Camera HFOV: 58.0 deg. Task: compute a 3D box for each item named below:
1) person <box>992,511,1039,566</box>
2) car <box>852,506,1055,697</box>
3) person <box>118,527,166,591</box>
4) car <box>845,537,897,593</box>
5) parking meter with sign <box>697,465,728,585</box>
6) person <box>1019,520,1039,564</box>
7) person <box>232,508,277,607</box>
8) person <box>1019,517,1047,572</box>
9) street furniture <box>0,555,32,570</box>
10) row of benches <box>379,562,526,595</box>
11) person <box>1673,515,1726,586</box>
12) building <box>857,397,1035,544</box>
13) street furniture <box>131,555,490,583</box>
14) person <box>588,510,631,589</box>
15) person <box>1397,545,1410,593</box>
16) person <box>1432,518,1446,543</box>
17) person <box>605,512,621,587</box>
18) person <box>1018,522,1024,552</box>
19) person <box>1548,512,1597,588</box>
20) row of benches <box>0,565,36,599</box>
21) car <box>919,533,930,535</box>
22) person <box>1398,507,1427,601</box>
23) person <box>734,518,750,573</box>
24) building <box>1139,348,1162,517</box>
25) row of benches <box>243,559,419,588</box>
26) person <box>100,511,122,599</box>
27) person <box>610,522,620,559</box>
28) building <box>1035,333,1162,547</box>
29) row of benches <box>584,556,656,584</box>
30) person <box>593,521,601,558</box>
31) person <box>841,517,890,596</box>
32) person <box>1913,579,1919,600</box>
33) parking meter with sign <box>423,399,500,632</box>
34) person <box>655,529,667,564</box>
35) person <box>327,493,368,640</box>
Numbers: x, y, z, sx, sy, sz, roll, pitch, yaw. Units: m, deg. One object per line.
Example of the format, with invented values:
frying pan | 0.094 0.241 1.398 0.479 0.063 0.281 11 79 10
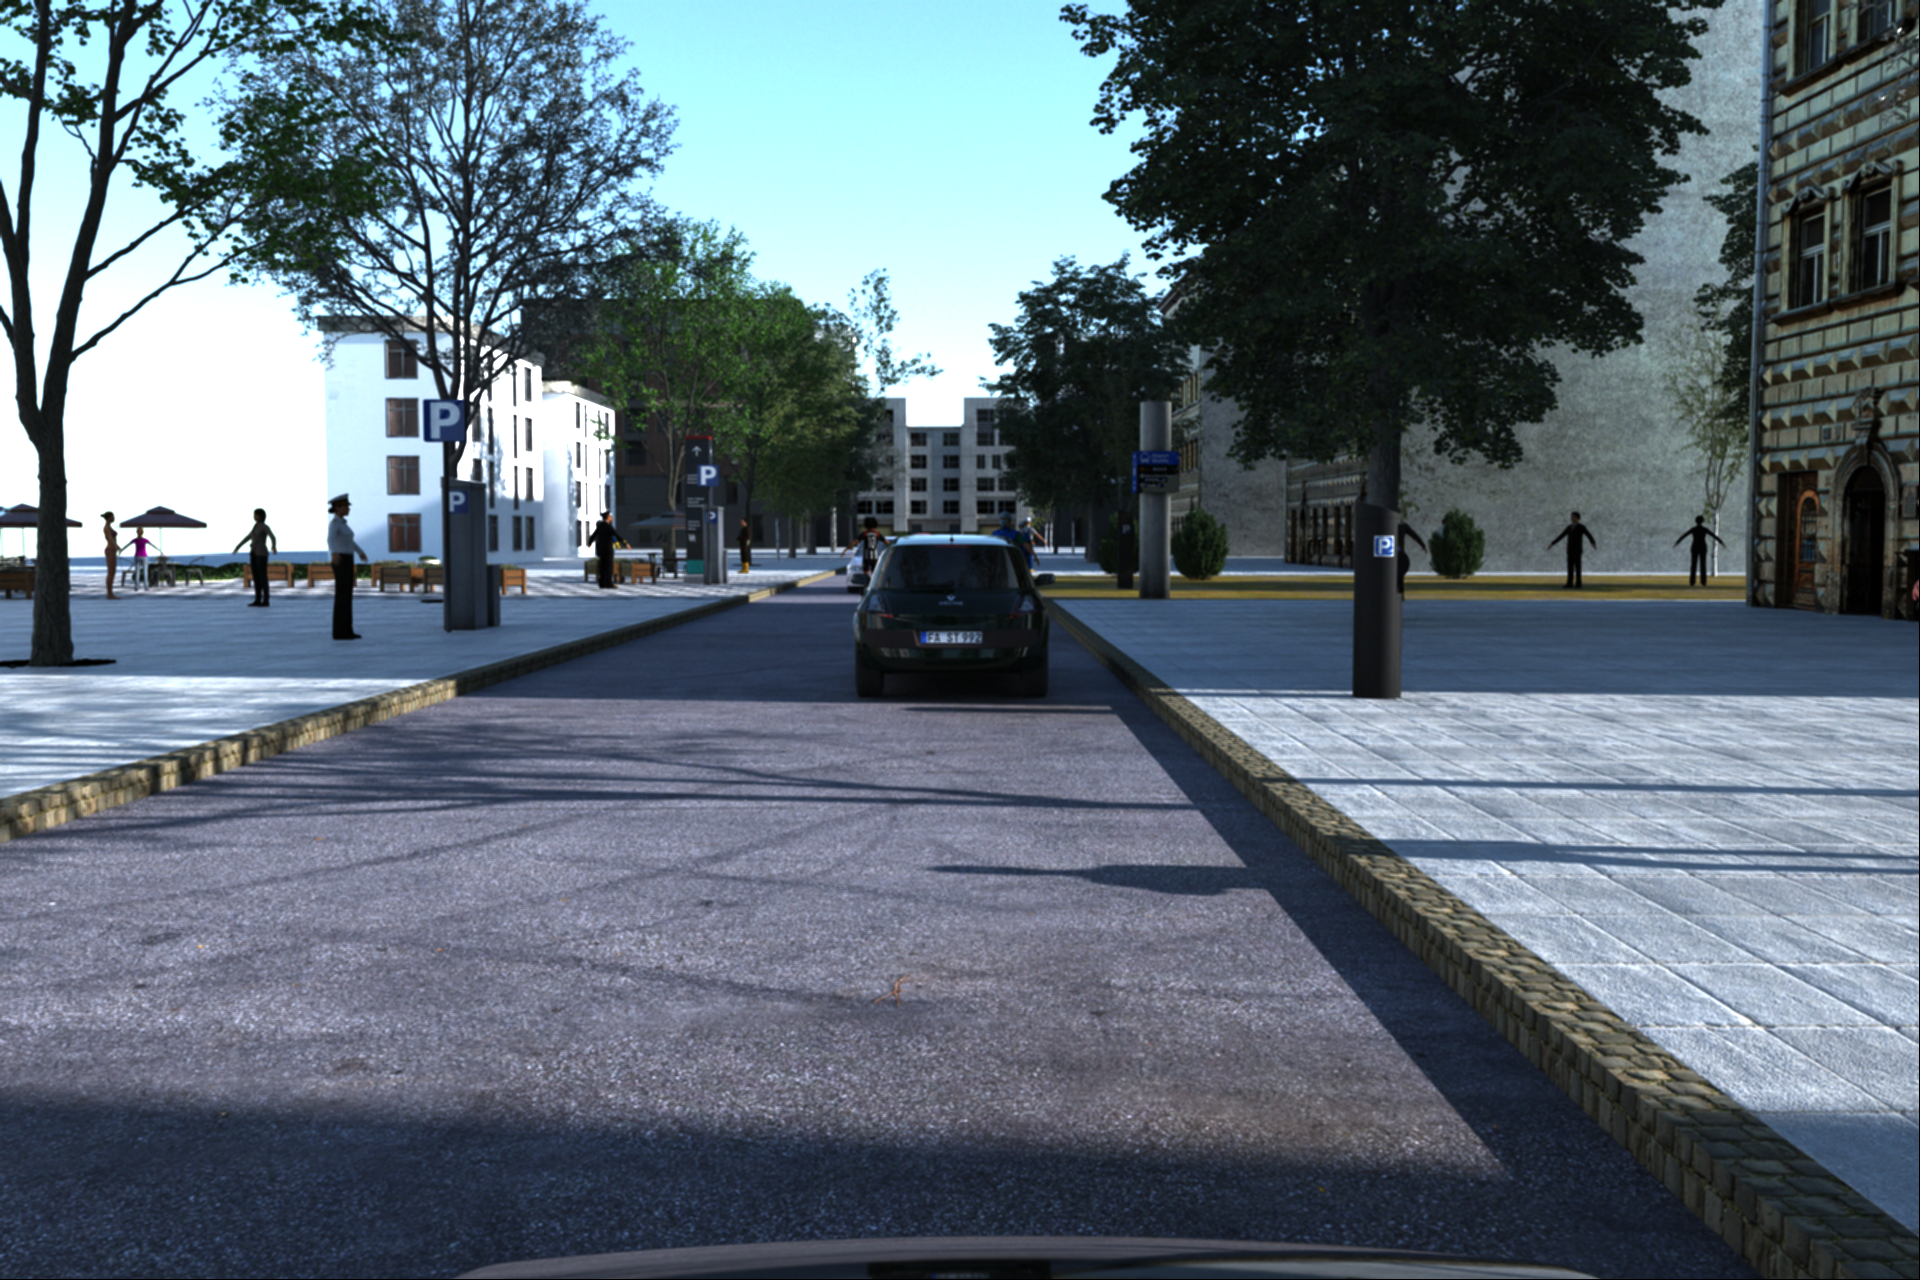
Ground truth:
person | 0.751 -1.267 29.302 1.347 1.817 0.704 2 4 26
car | -0.066 -0.419 16.630 2.009 1.686 4.222 0 4 0
person | -18.368 -1.810 38.863 0.991 1.433 0.599 -1 4 -16
car | -1.826 -1.926 43.856 2.083 1.381 4.827 0 4 0
parking meter with sign | -6.297 -2.944 44.392 0.543 3.016 1.738 0 4 2
person | 2.685 -4.000 71.185 1.354 1.856 0.705 -3 5 -43
person | -12.457 -1.460 30.637 1.215 1.744 0.721 2 4 34
person | 2.307 -3.231 58.681 1.347 1.847 0.705 2 4 28
street furniture | -31.860 -2.800 52.634 9.812 1.723 11.010 1 4 9
row of benches | -11.007 -1.358 37.669 4.104 0.672 1.422 2 4 32
person | 18.313 -2.213 42.900 1.216 1.740 0.721 2 4 29
building | 0.789 -22.106 230.343 31.486 18.905 16.747 0 4 2
street furniture | -18.012 -2.073 49.516 10.072 0.657 5.734 -1 4 -19
person | -8.281 -2.123 40.641 1.347 1.837 0.705 2 4 33
person | 5.812 -0.884 23.732 0.697 1.427 0.421 0 4 -2
person | 16.003 -3.111 57.050 0.705 1.806 1.347 -2 4 -35
person | -8.531 -2.210 42.104 0.705 1.833 1.349 -2 4 -26
person | 2.360 -3.861 69.596 0.721 1.772 1.216 0 4 -7
person | 14.541 -2.131 41.033 0.705 1.806 1.347 -2 4 -33
row of benches | -20.172 -1.179 34.734 4.104 0.672 1.422 1 4 14
car | -2.897 -7.679 134.593 2.155 1.783 4.494 0 3 0
person | 8.287 -1.644 33.057 1.348 1.807 0.705 0 4 -4
person | -7.096 -3.094 56.725 0.704 1.812 1.346 -2 4 -26
building | 23.175 -19.351 172.803 16.016 20.090 11.380 0 4 0
row of benches | -15.237 -1.611 41.802 4.104 0.672 1.422 -1 4 -14
person | -16.753 -1.684 34.339 0.721 1.733 1.217 -2 4 -31
person | -14.878 -4.114 73.485 0.704 1.802 1.346 2 4 32
building | 22.217 -21.320 192.557 27.936 21.610 32.646 0 4 0
row of benches | -9.085 -1.867 45.991 1.422 0.672 4.104 -2 4 -29
person | -14.510 -3.869 69.391 0.705 1.813 1.348 0 3 0
person | -2.080 -1.923 40.035 1.345 1.843 0.704 -1 4 -17
person | 3.916 -0.010 6.652 0.568 1.767 0.683 -1 4 -8
parking meter with sign | -6.649 -1.655 23.324 0.543 3.016 1.738 0 4 1
person | -11.888 -3.889 69.849 0.705 1.796 1.348 -3 4 -38
person | -7.458 -0.898 21.138 0.721 1.778 1.216 0 4 -3
